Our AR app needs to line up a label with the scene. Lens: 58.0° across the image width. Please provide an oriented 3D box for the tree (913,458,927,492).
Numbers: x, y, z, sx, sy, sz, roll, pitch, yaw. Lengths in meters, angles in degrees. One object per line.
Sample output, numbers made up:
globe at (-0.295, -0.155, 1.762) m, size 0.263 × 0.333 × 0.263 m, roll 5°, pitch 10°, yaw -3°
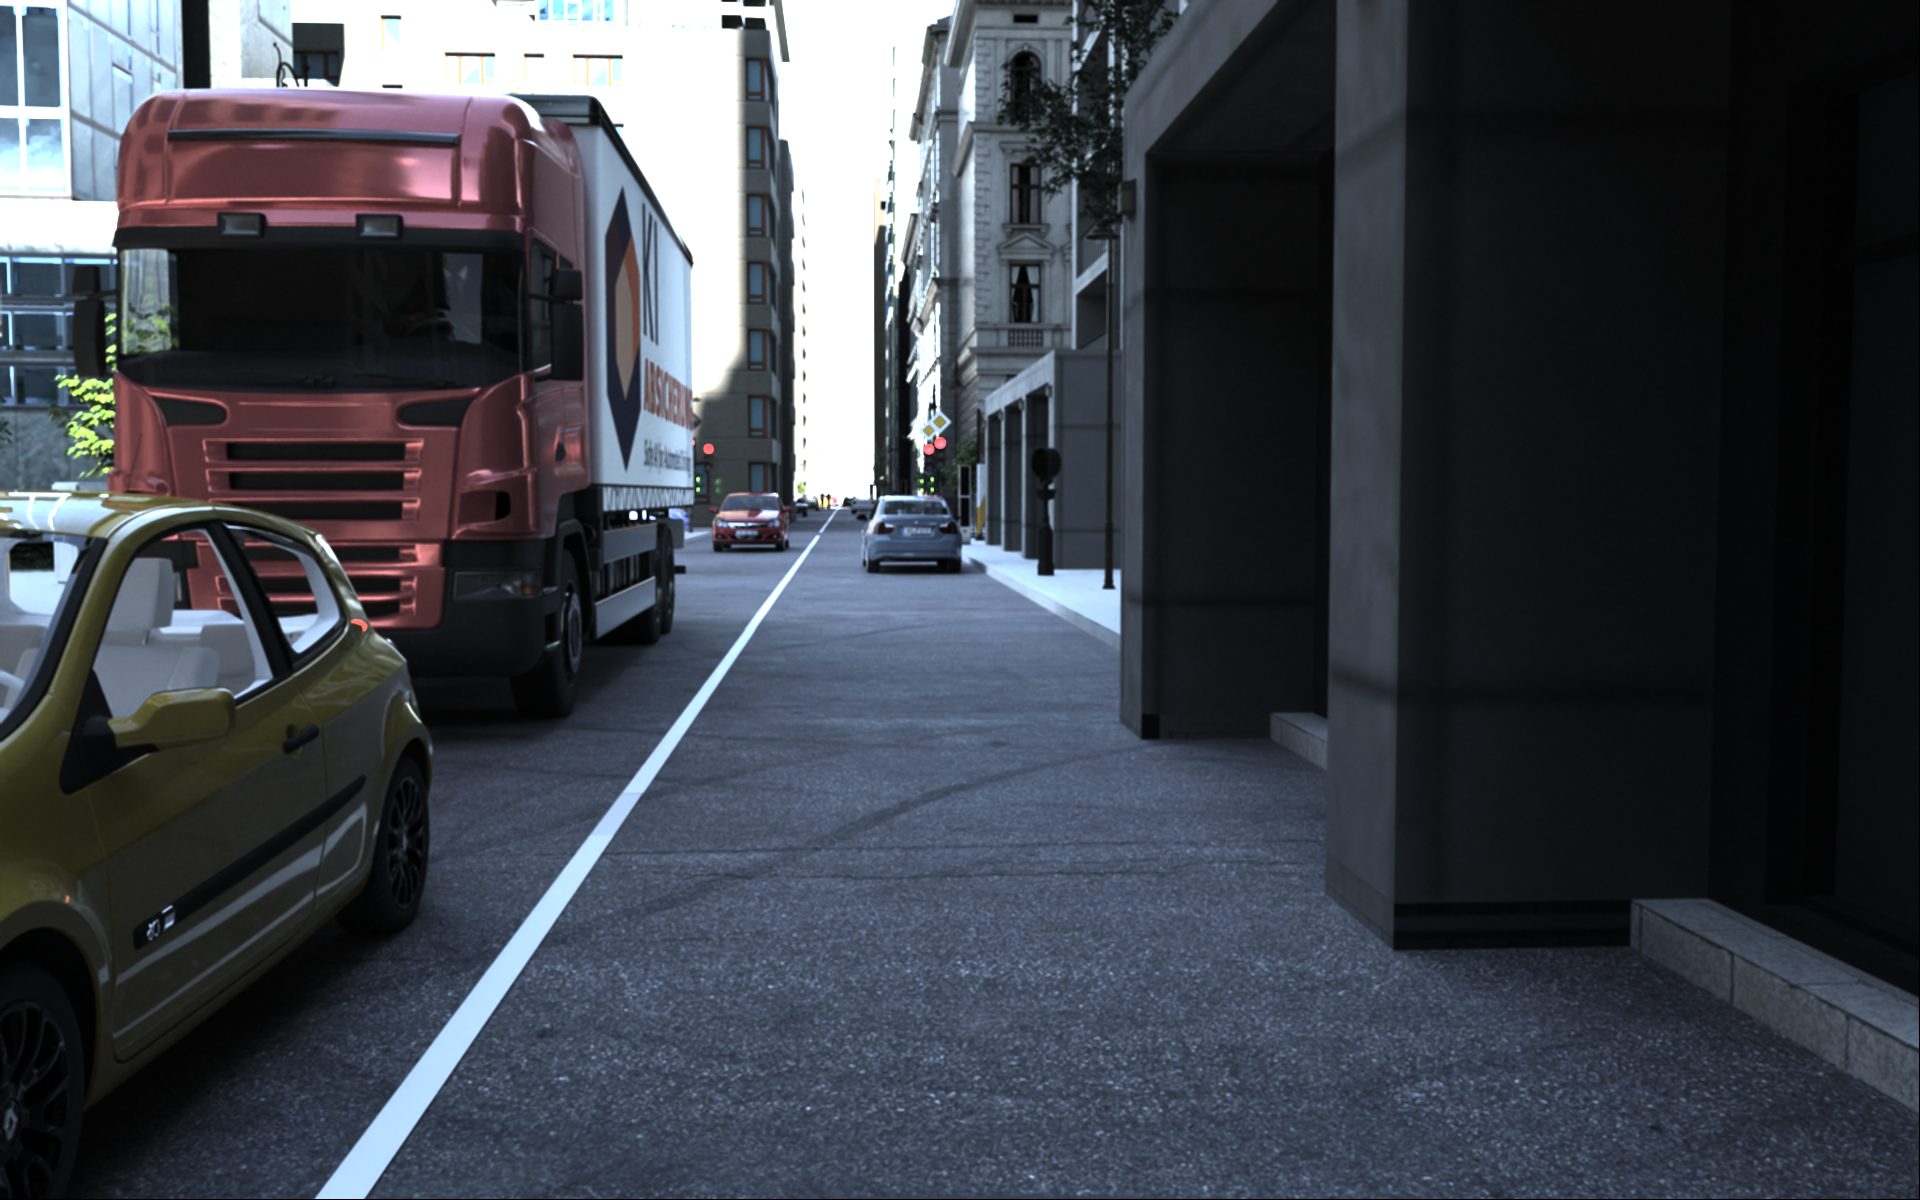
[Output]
tree at (-1.349, -5.084, 77.720) m, size 1.663 × 3.219 × 1.824 m, roll 0°, pitch 3°, yaw 0°

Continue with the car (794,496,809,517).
car at (-10.555, -5.944, 109.763) m, size 1.945 × 1.354 × 3.894 m, roll 0°, pitch 4°, yaw -5°

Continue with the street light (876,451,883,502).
street light at (-8.317, -12.819, 182.377) m, size 0.468 × 5.910 × 1.993 m, roll 0°, pitch 4°, yaw -4°

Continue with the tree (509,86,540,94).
tree at (-8.321, -4.917, 30.764) m, size 4.737 × 8.622 × 4.395 m, roll 0°, pitch 3°, yaw 0°

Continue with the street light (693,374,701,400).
street light at (-9.956, -5.697, 65.940) m, size 0.468 × 5.910 × 1.993 m, roll 0°, pitch 4°, yaw -4°

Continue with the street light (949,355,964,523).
street light at (-0.133, -5.196, 57.737) m, size 0.468 × 5.910 × 1.993 m, roll 0°, pitch 4°, yaw -4°

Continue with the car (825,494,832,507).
car at (-15.313, -11.213, 193.552) m, size 2.015 × 1.641 × 3.980 m, roll 0°, pitch 4°, yaw -5°

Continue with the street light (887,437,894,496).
street light at (-6.016, -10.695, 147.652) m, size 0.468 × 5.910 × 1.993 m, roll 0°, pitch 4°, yaw -4°

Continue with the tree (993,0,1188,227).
tree at (3.823, -4.925, 14.933) m, size 7.601 × 10.594 × 8.767 m, roll 0°, pitch 3°, yaw 0°

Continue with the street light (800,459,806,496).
street light at (-20.273, -15.483, 225.938) m, size 0.468 × 5.910 × 1.993 m, roll 0°, pitch 4°, yaw -4°

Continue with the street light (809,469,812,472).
street light at (-22.525, -17.582, 260.248) m, size 0.468 × 5.910 × 1.993 m, roll 0°, pitch 4°, yaw -4°

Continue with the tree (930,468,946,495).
tree at (0.177, -3.683, 54.825) m, size 1.663 × 3.219 × 1.824 m, roll 0°, pitch 3°, yaw 0°

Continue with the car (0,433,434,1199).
car at (-2.599, 0.363, 4.284) m, size 2.015 × 1.641 × 3.980 m, roll 0°, pitch 4°, yaw -2°

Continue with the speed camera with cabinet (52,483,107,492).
speed camera with cabinet at (-12.279, -1.907, 25.512) m, size 0.660 × 3.252 × 2.038 m, roll 2°, pitch 4°, yaw 27°

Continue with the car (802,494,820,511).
car at (-12.933, -8.445, 148.298) m, size 2.015 × 1.641 × 3.980 m, roll 0°, pitch 4°, yaw -2°

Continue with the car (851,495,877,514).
car at (-7.040, -7.061, 127.817) m, size 2.083 × 1.381 × 4.827 m, roll 0°, pitch 4°, yaw -2°

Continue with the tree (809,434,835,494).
tree at (-25.286, -22.899, 300.150) m, size 9.928 × 11.665 × 9.643 m, roll 0°, pitch 3°, yaw 0°

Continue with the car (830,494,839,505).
car at (-17.249, -13.661, 232.392) m, size 2.155 × 1.783 × 4.494 m, roll 0°, pitch 4°, yaw -2°

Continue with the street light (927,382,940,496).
street light at (-1.103, -6.047, 71.654) m, size 0.468 × 5.910 × 1.993 m, roll 0°, pitch 4°, yaw -4°

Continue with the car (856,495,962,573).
car at (-0.953, -1.279, 32.922) m, size 2.014 × 1.417 × 4.499 m, roll 0°, pitch 4°, yaw -5°

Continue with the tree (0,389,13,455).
tree at (-20.039, -3.015, 33.011) m, size 4.285 × 4.588 × 4.351 m, roll 0°, pitch 3°, yaw 0°

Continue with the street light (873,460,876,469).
street light at (-10.462, -14.926, 216.833) m, size 0.468 × 5.910 × 1.993 m, roll 0°, pitch 4°, yaw -4°

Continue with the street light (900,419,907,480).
street light at (-3.449, -8.159, 106.179) m, size 0.468 × 5.910 × 1.993 m, roll 0°, pitch 4°, yaw -4°

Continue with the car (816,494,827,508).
car at (-14.880, -10.586, 183.309) m, size 2.015 × 1.641 × 3.980 m, roll 0°, pitch 4°, yaw -4°

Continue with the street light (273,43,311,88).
street light at (-6.880, -2.788, 18.378) m, size 0.468 × 5.910 × 1.993 m, roll 0°, pitch 4°, yaw -4°

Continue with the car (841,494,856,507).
car at (-11.951, -10.948, 188.793) m, size 2.009 × 1.686 × 4.222 m, roll 0°, pitch 4°, yaw -4°

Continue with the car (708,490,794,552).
car at (-5.345, -2.172, 44.558) m, size 2.155 × 1.783 × 4.494 m, roll 0°, pitch 4°, yaw -3°

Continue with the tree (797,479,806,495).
tree at (-19.843, -13.541, 215.997) m, size 1.663 × 3.219 × 1.824 m, roll 0°, pitch 3°, yaw 0°

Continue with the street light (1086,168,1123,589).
street light at (2.012, -3.086, 23.241) m, size 0.468 × 5.910 × 1.993 m, roll 0°, pitch 4°, yaw -4°

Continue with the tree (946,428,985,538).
tree at (0.531, -3.438, 50.809) m, size 1.663 × 3.219 × 1.824 m, roll 0°, pitch 3°, yaw 0°

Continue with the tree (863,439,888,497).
tree at (-10.500, -16.898, 226.637) m, size 4.360 × 8.622 × 3.978 m, roll 0°, pitch 3°, yaw 0°

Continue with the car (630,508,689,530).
car at (-11.460, -3.184, 61.646) m, size 3.694 × 1.707 × 1.945 m, roll 0°, pitch 4°, yaw -2°

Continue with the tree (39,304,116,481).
tree at (-7.175, -1.262, 15.230) m, size 1.663 × 3.219 × 1.824 m, roll 0°, pitch 3°, yaw 0°
